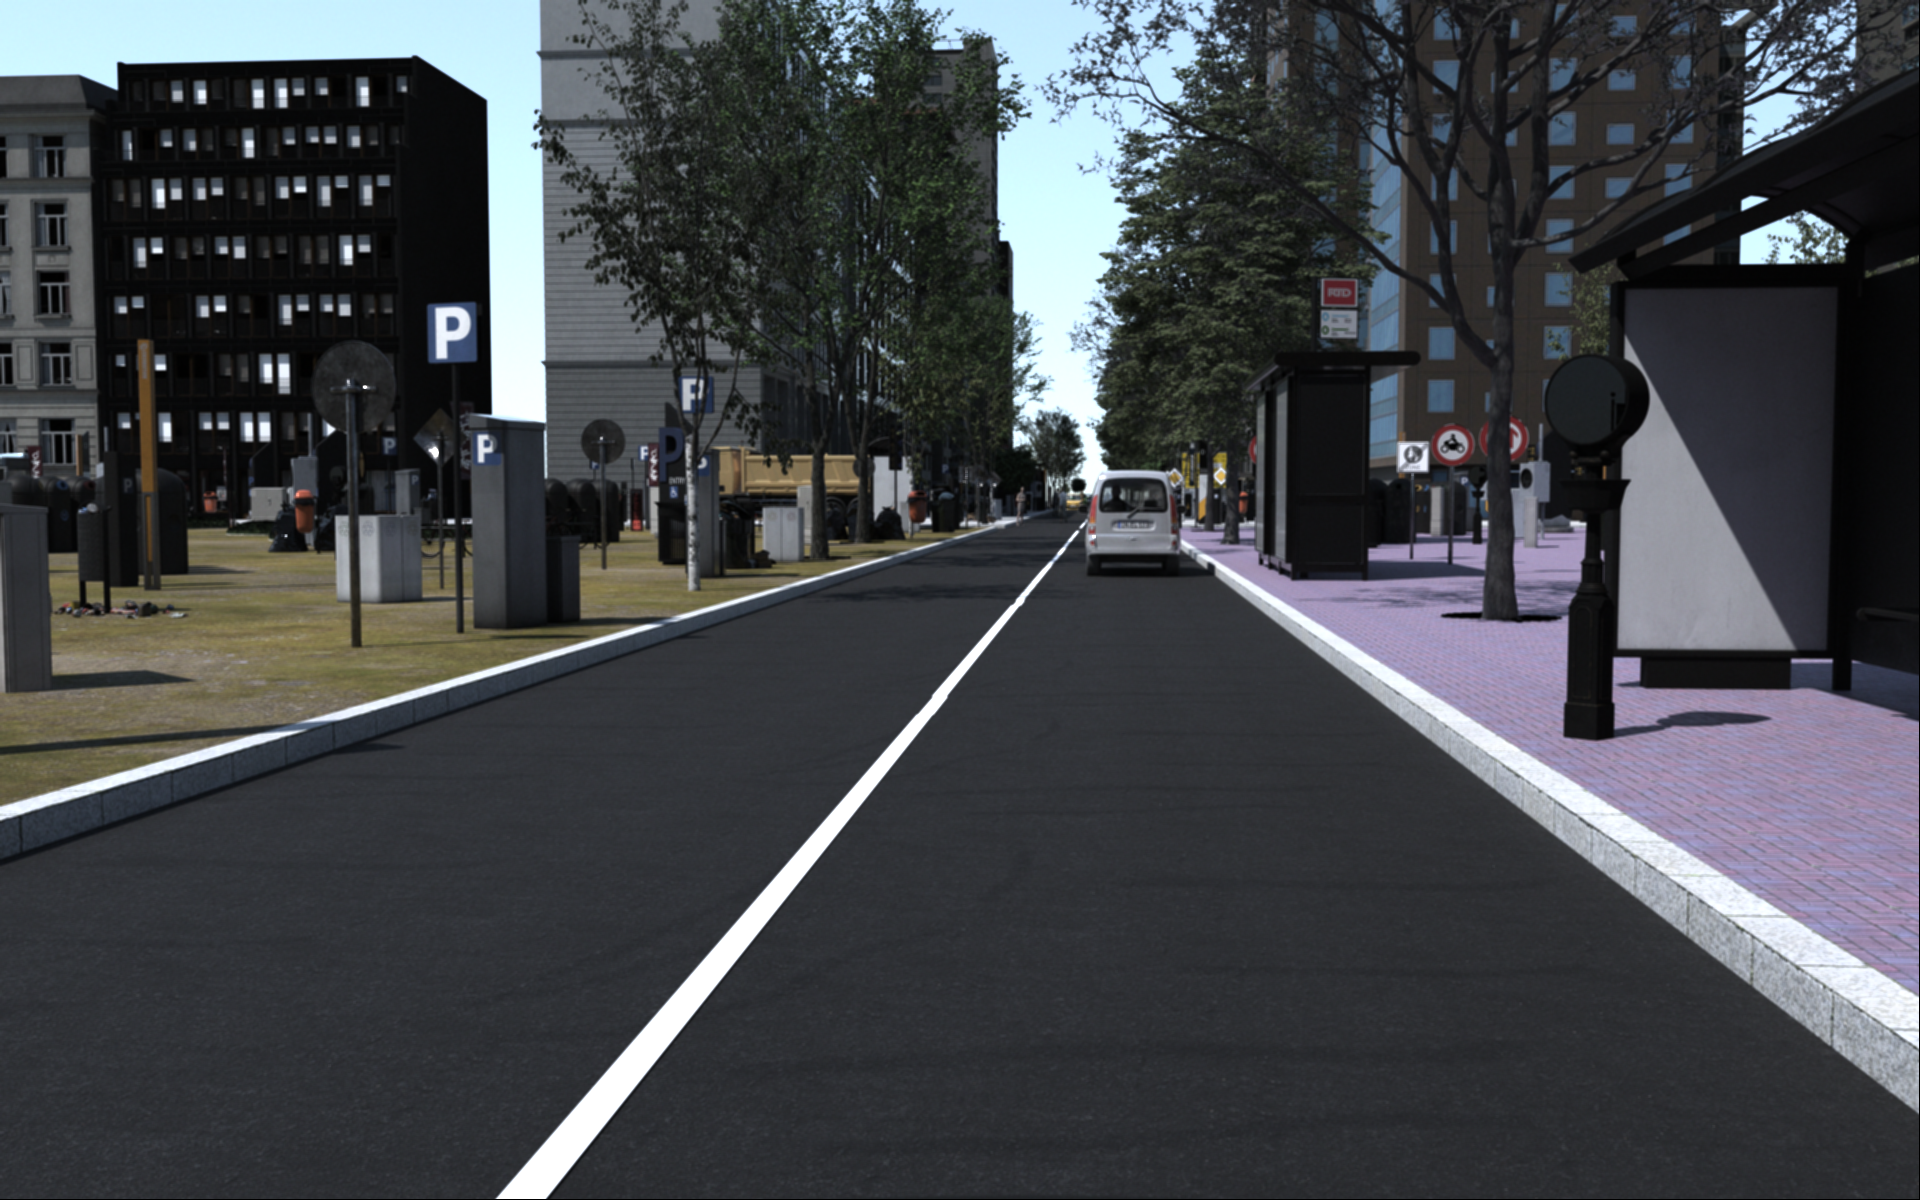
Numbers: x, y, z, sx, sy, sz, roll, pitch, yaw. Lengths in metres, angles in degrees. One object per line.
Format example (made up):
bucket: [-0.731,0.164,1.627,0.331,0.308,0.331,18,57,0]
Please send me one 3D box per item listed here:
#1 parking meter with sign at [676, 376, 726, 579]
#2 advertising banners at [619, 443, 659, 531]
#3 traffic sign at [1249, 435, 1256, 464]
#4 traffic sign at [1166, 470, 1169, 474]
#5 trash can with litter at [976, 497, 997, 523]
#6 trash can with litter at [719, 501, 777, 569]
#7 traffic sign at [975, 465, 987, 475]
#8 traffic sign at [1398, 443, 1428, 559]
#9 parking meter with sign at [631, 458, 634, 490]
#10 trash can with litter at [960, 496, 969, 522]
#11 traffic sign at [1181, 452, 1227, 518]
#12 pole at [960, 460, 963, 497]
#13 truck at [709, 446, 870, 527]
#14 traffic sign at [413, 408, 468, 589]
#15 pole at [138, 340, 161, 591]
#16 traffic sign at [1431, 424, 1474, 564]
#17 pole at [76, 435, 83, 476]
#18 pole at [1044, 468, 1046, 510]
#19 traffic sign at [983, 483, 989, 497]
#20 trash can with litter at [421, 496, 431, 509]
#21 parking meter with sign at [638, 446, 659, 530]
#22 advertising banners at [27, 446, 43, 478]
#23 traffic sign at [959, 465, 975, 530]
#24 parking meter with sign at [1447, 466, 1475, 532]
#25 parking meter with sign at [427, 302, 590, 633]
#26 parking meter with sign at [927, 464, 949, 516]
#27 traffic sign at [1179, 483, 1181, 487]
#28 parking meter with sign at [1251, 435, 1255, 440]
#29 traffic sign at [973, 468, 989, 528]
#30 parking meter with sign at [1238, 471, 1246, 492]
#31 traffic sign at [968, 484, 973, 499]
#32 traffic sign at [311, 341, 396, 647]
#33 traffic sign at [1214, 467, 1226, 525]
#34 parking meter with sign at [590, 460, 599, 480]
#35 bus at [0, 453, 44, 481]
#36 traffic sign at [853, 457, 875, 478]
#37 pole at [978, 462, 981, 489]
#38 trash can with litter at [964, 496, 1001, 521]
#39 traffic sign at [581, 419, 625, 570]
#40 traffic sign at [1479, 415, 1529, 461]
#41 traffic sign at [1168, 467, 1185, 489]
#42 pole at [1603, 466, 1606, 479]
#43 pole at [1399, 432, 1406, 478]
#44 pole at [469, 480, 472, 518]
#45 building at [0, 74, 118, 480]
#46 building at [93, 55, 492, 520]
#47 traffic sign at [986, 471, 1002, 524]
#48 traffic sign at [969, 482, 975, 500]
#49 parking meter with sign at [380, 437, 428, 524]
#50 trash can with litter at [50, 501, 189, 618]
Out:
parking meter with sign: [-3.910,-1.850,26.510,0.543,3.016,1.738,0,4,0]
advertising banners: [-11.175,-3.884,59.688,2.074,3.025,0.090,1,4,23]
traffic sign: [6.177,-2.121,34.785,0.768,2.556,0.104,1,4,9]
traffic sign: [8.776,-4.263,73.341,0.795,2.450,0.064,0,4,5]
trash can with litter: [1.215,-4.101,78.434,1.055,1.170,0.624,3,5,42]
trash can with litter: [-3.721,-1.127,29.806,1.055,1.170,0.624,-3,5,-44]
traffic sign: [0.798,-4.566,74.768,0.768,2.556,0.104,1,4,8]
traffic sign: [8.904,-1.955,34.094,0.606,2.300,0.079,0,4,7]
parking meter with sign: [-15.115,-5.396,84.480,1.738,3.016,0.543,0,4,-5]
trash can with litter: [-0.081,-4.178,79.698,0.624,1.170,1.055,1,4,20]
traffic sign: [11.817,-5.492,83.668,2.265,3.308,0.079,1,4,11]
pole: [0.070,-6.693,103.269,0.158,3.312,0.155,0,3,0]
truck: [-7.381,-4.564,70.543,9.791,3.379,3.469,0,4,5]
traffic sign: [-6.999,-1.355,23.338,0.795,2.450,0.064,1,4,11]
pole: [-10.773,-1.784,23.011,0.158,3.312,0.155,0,3,0]
traffic sign: [8.947,-1.922,31.528,0.768,2.556,0.104,0,4,7]
pole: [-30.255,-4.019,59.560,0.158,3.312,0.155,0,3,0]
pole: [6.750,-8.812,137.921,0.158,3.312,0.155,0,3,0]
traffic sign: [1.818,-7.419,121.413,0.768,2.556,0.104,1,4,14]
trash can with litter: [-16.825,-2.702,55.241,1.678,1.210,2.233,0,4,-2]
parking meter with sign: [-11.139,-4.082,62.995,0.543,3.016,1.738,1,4,8]
advertising banners: [-32.573,-4.057,62.513,2.074,3.025,0.090,0,4,-3]
traffic sign: [0.242,-3.616,61.249,0.606,2.300,0.079,1,4,14]
parking meter with sign: [17.039,-3.844,59.113,0.543,3.016,1.738,-1,4,-11]
parking meter with sign: [-4.316,-1.248,16.659,0.543,3.016,1.738,1,4,21]
parking meter with sign: [-1.337,-6.434,101.454,0.543,3.016,1.738,-2,4,-34]
traffic sign: [12.868,-6.212,101.676,0.768,2.556,0.104,1,4,9]
parking meter with sign: [9.382,-3.342,50.910,0.543,3.016,1.738,-3,4,-38]
traffic sign: [0.727,-3.816,66.036,0.795,2.450,0.064,0,4,5]
parking meter with sign: [21.743,-8.217,130.602,1.738,3.016,0.543,2,4,26]
traffic sign: [0.842,-6.926,113.241,0.884,2.594,0.081,1,4,13]
traffic sign: [-5.059,-0.877,14.440,0.768,2.556,0.104,1,4,11]
traffic sign: [10.962,-4.375,72.723,0.795,2.450,0.064,1,4,11]
parking meter with sign: [-18.256,-5.350,83.736,1.738,3.016,0.543,2,4,33]
bus: [-44.909,-4.799,73.320,13.247,3.499,2.948,0,4,6]
traffic sign: [-3.213,-3.532,57.861,0.768,2.556,0.104,1,4,10]
pole: [1.224,-7.059,109.265,0.158,3.312,0.155,0,3,0]
trash can with litter: [0.822,-4.375,82.581,2.233,1.210,1.678,0,4,5]
traffic sign: [-6.053,-1.790,29.378,0.768,2.556,0.104,0,4,5]
traffic sign: [8.729,-1.698,27.874,0.768,2.556,0.104,1,4,9]
traffic sign: [8.093,-3.776,65.386,0.795,2.450,0.064,0,4,5]
pole: [20.351,-3.728,54.799,0.158,3.312,0.155,0,3,0]
pole: [14.548,-3.864,57.025,0.158,3.312,0.155,0,3,0]
pole: [-26.689,-6.158,94.527,0.158,3.312,0.155,0,3,0]
building: [-58.024,-16.154,97.397,30.059,22.955,16.112,0,4,5]
building: [-34.960,-16.077,92.540,15.834,23.373,12.332,0,4,5]
traffic sign: [1.410,-4.303,73.992,0.795,2.450,0.064,0,4,5]
traffic sign: [0.835,-6.515,107.707,0.795,2.450,0.064,1,4,8]
parking meter with sign: [-16.806,-3.450,52.675,1.738,3.016,0.543,2,4,33]
trash can with litter: [-9.110,-0.450,18.414,2.233,1.210,1.678,2,4,35]
